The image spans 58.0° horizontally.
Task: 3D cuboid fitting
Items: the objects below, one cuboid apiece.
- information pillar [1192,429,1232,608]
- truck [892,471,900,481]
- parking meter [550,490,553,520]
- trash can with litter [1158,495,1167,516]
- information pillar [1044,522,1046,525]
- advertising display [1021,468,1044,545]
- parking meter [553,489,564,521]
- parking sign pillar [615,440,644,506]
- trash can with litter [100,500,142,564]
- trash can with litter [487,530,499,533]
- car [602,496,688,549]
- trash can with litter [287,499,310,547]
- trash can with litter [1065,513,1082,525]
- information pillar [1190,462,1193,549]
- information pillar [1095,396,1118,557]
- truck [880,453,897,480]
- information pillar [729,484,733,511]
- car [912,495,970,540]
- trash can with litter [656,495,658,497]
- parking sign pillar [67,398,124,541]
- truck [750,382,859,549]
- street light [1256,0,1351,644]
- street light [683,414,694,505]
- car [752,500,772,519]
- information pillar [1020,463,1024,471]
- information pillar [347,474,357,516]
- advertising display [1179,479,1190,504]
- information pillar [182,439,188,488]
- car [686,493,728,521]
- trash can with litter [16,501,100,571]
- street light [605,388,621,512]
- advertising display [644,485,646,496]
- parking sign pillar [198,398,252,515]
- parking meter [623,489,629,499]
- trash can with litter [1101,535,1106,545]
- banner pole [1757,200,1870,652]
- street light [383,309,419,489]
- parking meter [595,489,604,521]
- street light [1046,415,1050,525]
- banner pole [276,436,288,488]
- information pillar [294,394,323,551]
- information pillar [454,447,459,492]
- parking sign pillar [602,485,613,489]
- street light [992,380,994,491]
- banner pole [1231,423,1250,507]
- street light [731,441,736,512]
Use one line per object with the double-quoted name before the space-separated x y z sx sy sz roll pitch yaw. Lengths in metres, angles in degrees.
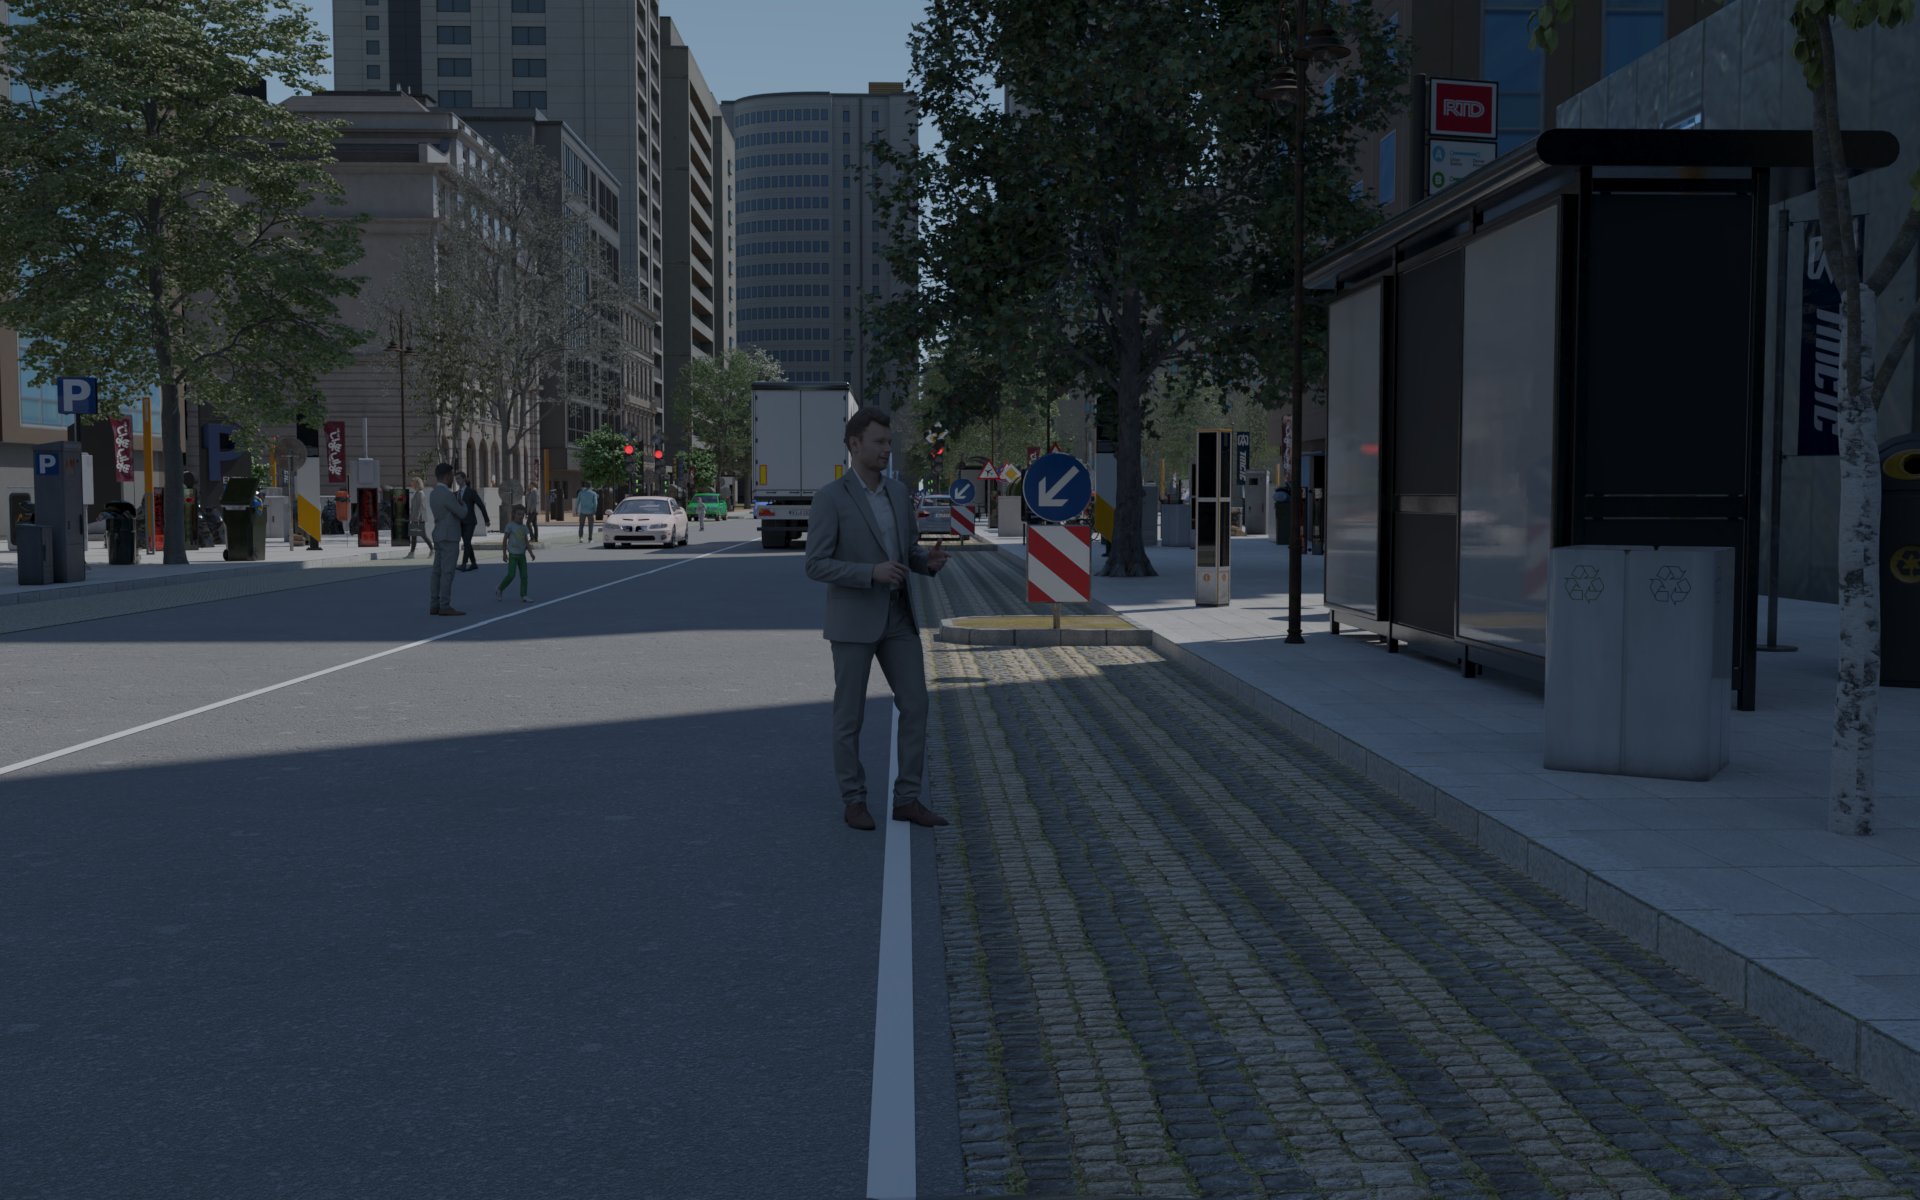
"information pillar" 2.881 -0.930 19.701 0.304 2.012 0.304 3 4 37
"truck" -7.838 -12.509 194.276 2.967 4.110 18.799 0 4 -2
"parking meter" -20.166 -4.747 86.016 0.372 1.533 0.369 0 3 0
"trash can with litter" 11.710 -5.565 102.048 1.678 1.210 2.233 3 5 43
"information pillar" 2.772 -2.971 53.068 0.304 2.012 0.304 1 4 18
"advertising display" 1.835 -2.351 43.655 0.123 1.923 0.974 2 4 33
"parking meter" -18.945 -4.502 82.019 0.372 1.533 0.369 0 3 0
"parking sign pillar" -16.208 -5.913 85.157 1.447 3.967 1.447 -1 4 -12
"trash can with litter" -15.331 -1.239 31.644 0.624 1.170 1.055 -1 4 -16
"trash can with litter" -15.700 -2.791 56.686 2.233 1.210 1.678 -1 4 -14
"car" -8.509 -2.126 47.116 2.083 1.381 4.827 0 4 -2
"trash can with litter" -16.213 -1.912 42.645 0.624 1.170 1.055 -1 4 -15
"trash can with litter" 3.826 -2.687 55.313 1.055 1.170 0.624 3 5 41
"information pillar" 5.533 -2.187 40.249 0.304 2.012 0.304 1 4 23
"information pillar" 3.002 -2.690 35.330 0.504 3.616 0.183 -1 4 -14
"truck" -4.846 -6.229 91.597 2.967 4.110 18.799 0 4 -2
"information pillar" -16.901 -7.566 128.193 0.304 2.012 0.304 1 4 11
"car" -0.600 -2.598 54.472 2.014 1.417 4.499 0 4 -2
"trash can with litter" -21.063 -6.651 119.799 1.678 1.210 2.233 -1 4 -17
"parking sign pillar" -23.681 -3.608 47.464 1.447 3.967 1.447 -1 4 -16
"truck" -4.154 -3.668 48.882 2.839 4.237 11.283 0 4 -2
"street light" 2.879 -2.565 14.728 0.468 5.910 1.993 0 4 -2
"street light" -15.764 -7.826 100.751 0.468 5.910 1.993 0 4 -2
"car" -11.030 -5.548 100.304 1.945 1.707 3.694 0 4 -2
"information pillar" 4.399 -7.954 121.401 0.504 3.616 0.183 -3 5 -40
"information pillar" -21.999 -3.563 62.750 0.304 2.012 0.304 -3 4 -37
"advertising display" 9.853 -4.335 76.085 0.123 1.923 0.974 2 4 31
"information pillar" -28.330 -4.389 63.116 0.504 3.616 0.183 2 4 23
"car" -13.384 -5.062 91.562 1.959 1.807 4.718 0 4 -1
"trash can with litter" -14.467 -0.996 27.676 1.055 1.170 0.624 0 4 -7
"street light" -14.965 -6.236 74.752 0.468 5.910 1.993 0 4 -2
"advertising display" -23.422 -7.429 126.679 0.974 1.923 0.123 -1 4 -10
"parking sign pillar" -20.469 -3.658 48.278 1.447 3.967 1.447 3 5 42
"parking meter" -21.292 -6.310 111.571 0.372 1.533 0.369 0 3 0
"trash can with litter" 3.988 -1.969 43.576 1.055 1.170 0.624 -1 4 -12
"banner pole" 6.831 -1.464 13.961 0.401 3.779 0.863 -3 5 -42
"street light" -13.994 -4.326 43.526 0.468 5.910 1.993 0 4 -2
"parking meter" -18.956 -5.061 91.159 0.372 1.533 0.369 0 3 0
"street light" 2.067 -4.140 40.470 0.468 5.910 1.993 0 4 -2
"banner pole" -29.118 -5.170 74.542 0.401 3.779 0.863 3 4 37
"information pillar" -14.760 -2.930 39.255 0.504 3.616 0.183 -2 4 -28
"information pillar" -23.487 -5.471 80.809 0.183 3.616 0.504 0 4 0
"parking sign pillar" -21.982 -7.416 109.729 1.447 3.967 1.447 0 4 -4
"street light" 1.249 -5.711 66.159 0.468 5.910 1.993 0 4 -2
"banner pole" 9.789 -4.335 60.890 0.863 3.779 0.401 0 4 -5
"street light" -16.568 -9.398 126.440 0.468 5.910 1.993 0 4 -2
